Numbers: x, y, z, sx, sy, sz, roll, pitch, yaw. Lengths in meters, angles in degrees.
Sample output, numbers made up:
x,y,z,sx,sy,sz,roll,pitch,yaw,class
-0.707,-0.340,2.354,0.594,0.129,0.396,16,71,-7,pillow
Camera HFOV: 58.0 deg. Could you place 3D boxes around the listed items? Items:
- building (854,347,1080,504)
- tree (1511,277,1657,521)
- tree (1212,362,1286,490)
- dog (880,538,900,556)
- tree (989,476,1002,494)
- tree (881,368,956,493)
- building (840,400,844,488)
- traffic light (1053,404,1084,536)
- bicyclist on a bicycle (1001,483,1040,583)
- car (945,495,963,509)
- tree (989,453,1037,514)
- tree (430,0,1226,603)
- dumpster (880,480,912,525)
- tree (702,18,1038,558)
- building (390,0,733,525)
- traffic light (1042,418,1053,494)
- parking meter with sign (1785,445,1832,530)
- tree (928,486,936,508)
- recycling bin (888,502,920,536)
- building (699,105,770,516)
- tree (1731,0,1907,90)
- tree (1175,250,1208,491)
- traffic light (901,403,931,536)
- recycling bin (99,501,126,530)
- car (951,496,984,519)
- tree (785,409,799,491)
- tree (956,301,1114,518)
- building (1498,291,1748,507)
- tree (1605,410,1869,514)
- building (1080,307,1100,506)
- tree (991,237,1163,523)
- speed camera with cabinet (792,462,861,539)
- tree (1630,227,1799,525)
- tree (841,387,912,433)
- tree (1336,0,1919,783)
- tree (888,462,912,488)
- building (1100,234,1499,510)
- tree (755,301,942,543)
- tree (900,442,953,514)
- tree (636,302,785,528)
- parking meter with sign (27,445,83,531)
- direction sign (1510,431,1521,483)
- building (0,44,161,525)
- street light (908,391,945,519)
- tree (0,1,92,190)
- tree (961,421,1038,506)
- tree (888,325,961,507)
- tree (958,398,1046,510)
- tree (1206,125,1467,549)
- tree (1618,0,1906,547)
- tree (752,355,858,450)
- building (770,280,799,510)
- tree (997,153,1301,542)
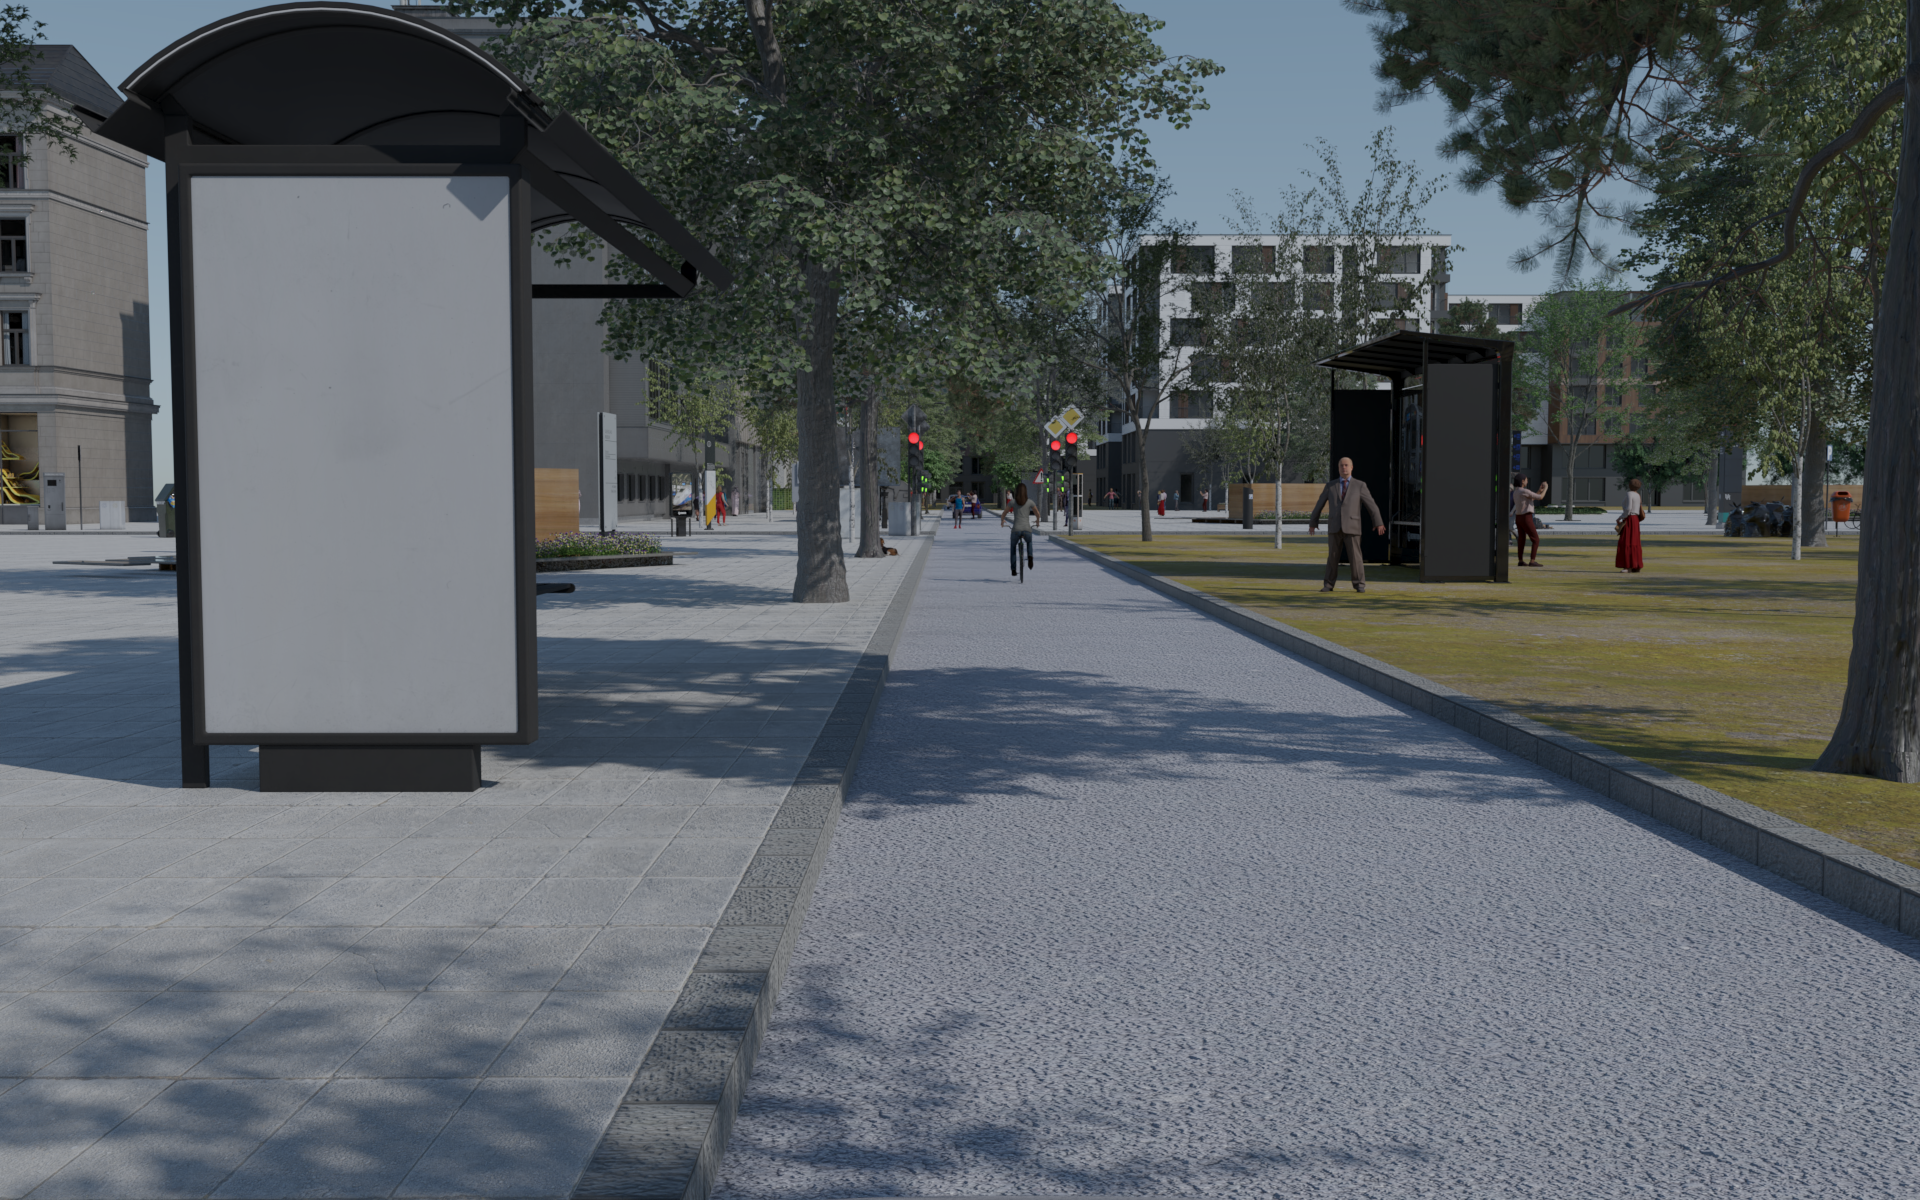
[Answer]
x,y,z,sx,sy,sz,roll,pitch,yaw,class
2.193,-24.496,244.486,32.646,21.610,27.936,0,4,0,building
29.019,-9.553,81.942,9.928,11.665,9.643,0,3,0,tree
15.726,-8.763,93.645,4.737,8.622,4.395,0,3,0,tree
-1.562,-1.118,36.010,0.550,0.427,0.748,-1,4,-18,dog
3.763,-11.676,185.507,1.663,3.219,1.824,0,3,0,tree
-3.190,-12.651,124.966,7.486,12.596,7.792,0,3,0,tree
-30.971,-24.492,244.421,32.646,21.610,27.936,0,4,0,building
3.377,-3.898,52.972,0.839,4.213,0.868,0,4,0,traffic light
0.997,-1.115,28.248,1.499,1.676,1.625,0,4,1,bicyclist on a bicycle
-0.318,-9.168,162.256,2.083,1.381,4.827,0,4,-1,car
3.547,-7.928,113.332,4.285,4.588,4.351,0,3,0,tree
-1.595,-6.942,20.150,9.857,13.997,8.962,0,3,0,tree
-2.559,-3.897,69.480,1.264,1.857,1.865,0,4,0,dumpster
-1.834,-6.893,34.749,6.751,12.117,7.091,0,3,0,tree
-20.258,-16.317,85.857,14.314,24.678,30.058,0,4,0,building
3.330,-4.386,60.957,0.839,4.213,0.868,0,4,0,traffic light
30.440,-4.054,62.549,1.738,3.016,0.543,3,5,42,parking meter with sign
-2.633,-9.777,154.460,1.663,3.219,1.824,0,3,0,tree
-1.724,-2.494,53.325,0.722,1.027,0.722,2,4,34,recycling bin
-19.255,-17.907,110.808,12.078,24.808,19.932,0,4,0,building
9.607,-4.096,17.325,4.737,8.622,4.395,0,3,0,tree
7.247,-5.513,40.505,4.360,8.622,3.978,0,3,0,tree
-1.384,-3.895,52.928,0.839,4.213,0.868,0,4,0,traffic light
-30.646,-3.062,62.619,0.722,1.027,0.722,-1,4,-14,recycling bin
0.445,-5.469,102.006,1.945,1.354,3.894,0,4,2,car
-8.434,-7.876,79.133,4.737,8.622,4.395,0,3,0,tree
4.401,-10.693,92.959,7.486,12.596,7.792,0,3,0,tree
63.823,-21.042,188.009,32.646,21.610,27.936,0,4,0,building
51.533,-9.110,111.850,20.602,7.101,11.467,2,4,35,tree
28.317,-20.876,185.301,27.936,21.610,32.646,0,4,0,building
3.938,-10.248,77.919,12.009,13.543,11.850,0,3,0,tree
-3.794,-3.394,49.822,2.038,3.252,0.660,0,4,-1,speed camera with cabinet
31.459,-9.359,71.146,7.486,12.596,7.792,0,3,0,tree
-4.686,-8.547,90.107,4.737,8.622,4.395,0,3,0,tree
4.388,-5.232,7.598,6.751,12.117,7.091,0,3,0,tree
-3.350,-5.649,86.963,1.663,3.219,1.824,0,3,0,tree
27.992,-18.883,152.713,27.936,21.610,32.646,0,4,0,building
-2.624,-5.801,45.206,4.360,8.622,3.978,0,3,0,tree
-2.090,-7.678,109.241,4.285,4.588,4.351,0,3,0,tree
-9.902,-7.022,65.180,4.737,8.622,4.395,0,3,0,tree
-32.066,-3.978,61.308,1.738,3.016,0.543,-2,4,-26,parking meter with sign
19.708,-4.286,62.067,0.379,3.537,0.876,-3,4,-36,direction sign
-57.307,-13.749,75.711,40.483,20.767,10.553,0,4,0,building
-1.247,-5.406,60.933,1.470,5.913,1.316,0,4,0,street light
-12.130,-4.983,15.884,8.767,10.594,7.601,0,4,7,tree
3.997,-14.621,146.468,7.806,13.903,7.818,0,3,0,tree
-3.132,-20.723,194.715,12.611,20.169,13.585,0,3,0,tree
3.362,-14.042,155.344,9.928,11.665,9.643,0,3,0,tree
7.709,-5.134,34.302,4.360,8.622,3.978,0,3,0,tree
20.990,-8.288,42.162,9.857,13.997,8.962,0,3,0,tree
-8.465,-10.602,99.102,9.928,11.665,9.643,0,3,0,tree
-22.333,-17.459,151.914,16.747,18.905,31.486,0,4,0,building
5.054,-6.882,46.931,8.767,10.594,7.601,0,4,-6,tree
